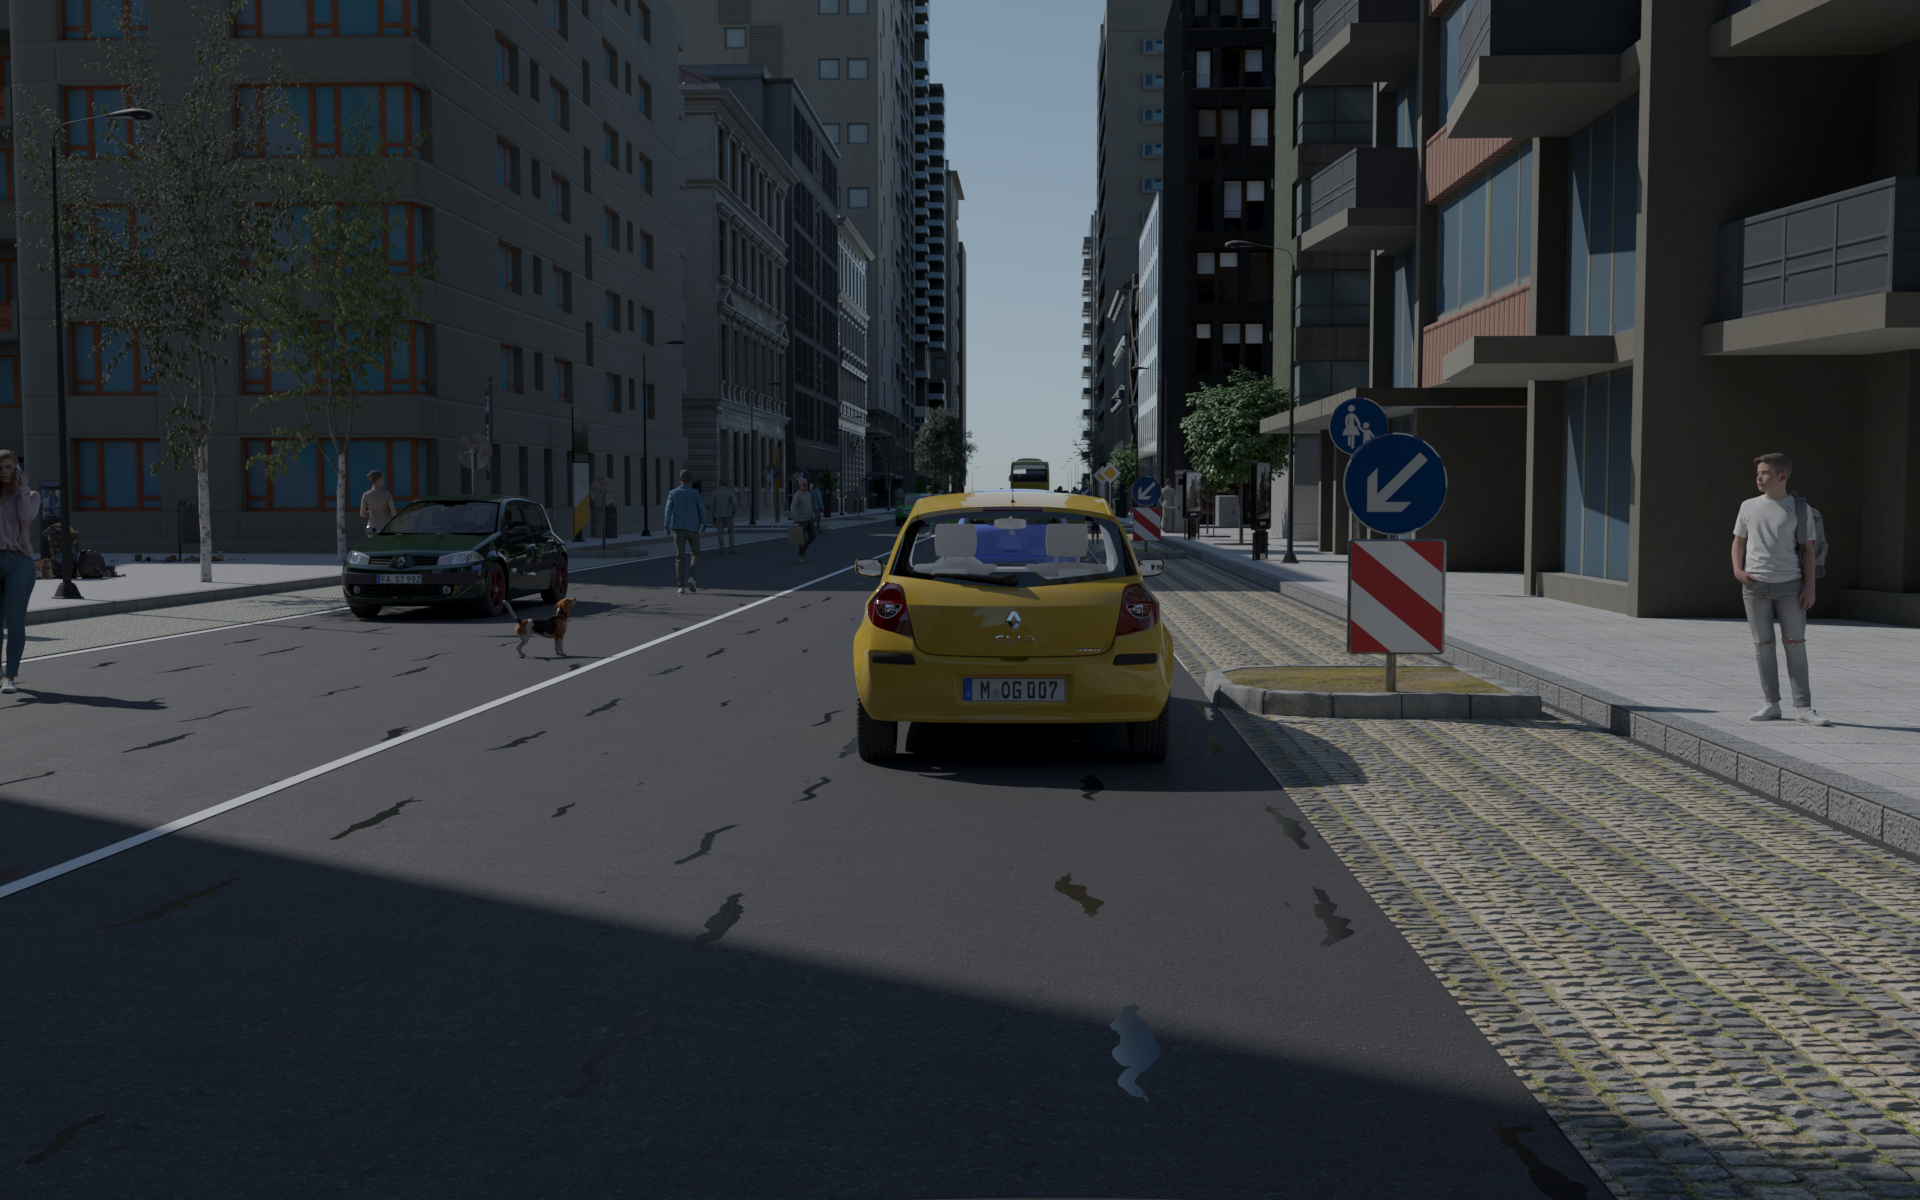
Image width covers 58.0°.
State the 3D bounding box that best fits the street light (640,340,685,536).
[{"bbox_3d":[-9.014,-4.891,52.512,1.470,5.913,1.316,0,4,3],"label":"street light"}]

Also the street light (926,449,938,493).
[{"bbox_3d":[-2.890,-12.663,179.580,1.470,5.913,1.316,0,4,3],"label":"street light"}]

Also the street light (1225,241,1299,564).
[{"bbox_3d":[5.564,-3.631,31.905,1.470,5.913,1.316,0,4,3],"label":"street light"}]

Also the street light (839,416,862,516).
[{"bbox_3d":[-6.508,-7.986,103.109,1.470,5.913,1.316,0,4,3],"label":"street light"}]

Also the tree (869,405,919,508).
[{"bbox_3d":[-5.673,-11.805,143.379,4.360,8.622,3.978,0,3,0],"label":"tree"}]

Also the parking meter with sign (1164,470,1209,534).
[{"bbox_3d":[7.378,-3.661,56.121,0.543,3.016,1.738,-3,5,-43],"label":"parking meter with sign"}]

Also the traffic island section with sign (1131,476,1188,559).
[{"bbox_3d":[4.033,-1.849,38.852,1.989,1.847,2.006,0,4,3],"label":"traffic island section with sign"}]

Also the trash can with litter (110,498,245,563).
[{"bbox_3d":[-14.988,-1.344,33.031,2.233,1.210,1.678,0,4,-3],"label":"trash can with litter"}]

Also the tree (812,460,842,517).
[{"bbox_3d":[-7.464,-6.357,98.535,1.663,3.219,1.824,0,3,0],"label":"tree"}]

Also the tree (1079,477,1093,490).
[{"bbox_3d":[14.671,-12.685,201.996,1.663,3.219,1.824,0,3,0],"label":"tree"}]

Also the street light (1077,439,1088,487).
[{"bbox_3d":[10.840,-10.580,145.516,1.470,5.913,1.316,0,4,3],"label":"street light"}]

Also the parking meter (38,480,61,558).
[{"bbox_3d":[-16.457,-1.403,31.354,0.372,1.533,0.369,0,3,0],"label":"parking meter"}]

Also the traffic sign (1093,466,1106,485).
[{"bbox_3d":[5.897,-4.234,71.408,0.795,2.593,0.064,0,4,3],"label":"traffic sign"}]

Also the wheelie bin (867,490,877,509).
[{"bbox_3d":[-7.440,-8.484,146.618,0.980,1.594,0.693,1,4,19],"label":"wheelie bin"}]

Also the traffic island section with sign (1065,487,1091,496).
[{"bbox_3d":[7.999,-6.891,121.303,1.989,1.847,2.006,0,4,3],"label":"traffic island section with sign"}]

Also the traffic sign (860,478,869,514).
[{"bbox_3d":[-6.266,-6.793,113.198,0.606,2.300,0.079,0,4,7],"label":"traffic sign"}]

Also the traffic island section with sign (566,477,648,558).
[{"bbox_3d":[-8.182,-1.881,39.375,1.989,1.847,2.006,0,4,3],"label":"traffic island section with sign"}]

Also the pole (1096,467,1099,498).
[{"bbox_3d":[10.754,-8.656,135.369,0.158,3.312,0.155,0,3,0],"label":"pole"}]

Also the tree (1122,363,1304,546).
[{"bbox_3d":[7.189,-3.673,43.776,4.285,4.588,4.351,0,3,0],"label":"tree"}]

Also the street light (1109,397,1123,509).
[{"bbox_3d":[7.960,-6.764,83.128,1.470,5.913,1.316,0,4,3],"label":"street light"}]

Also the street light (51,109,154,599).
[{"bbox_3d":[-10.425,-2.968,21.071,1.470,5.913,1.316,0,4,3],"label":"street light"}]

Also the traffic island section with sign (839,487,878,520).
[{"bbox_3d":[-5.520,-5.271,94.806,1.989,1.847,2.006,0,4,3],"label":"traffic island section with sign"}]

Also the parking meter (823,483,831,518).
[{"bbox_3d":[-7.149,-5.364,93.407,0.399,1.863,0.255,-1,4,-18],"label":"parking meter"}]

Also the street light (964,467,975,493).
[{"bbox_3d":[1.192,-17.767,263.025,1.470,5.913,1.316,0,4,3],"label":"street light"}]

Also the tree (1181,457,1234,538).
[{"bbox_3d":[7.632,-3.475,51.415,1.663,3.219,1.824,0,3,0],"label":"tree"}]

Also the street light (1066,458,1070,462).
[{"bbox_3d":[15.638,-16.547,243.077,1.470,5.913,1.316,0,4,3],"label":"street light"}]

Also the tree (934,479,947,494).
[{"bbox_3d":[-2.610,-12.765,203.315,1.663,3.219,1.824,0,3,0],"label":"tree"}]

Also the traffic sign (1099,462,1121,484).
[{"bbox_3d":[5.514,-3.746,63.432,0.795,2.593,0.064,0,4,3],"label":"traffic sign"}]

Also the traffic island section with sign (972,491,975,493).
[{"bbox_3d":[3.442,-16.684,281.416,1.989,1.847,2.006,0,4,3],"label":"traffic island section with sign"}]

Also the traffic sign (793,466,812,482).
[{"bbox_3d":[-6.582,-4.271,72.026,0.795,2.593,0.064,0,4,3],"label":"traffic sign"}]

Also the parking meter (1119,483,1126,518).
[{"bbox_3d":[8.688,-5.301,92.385,0.255,1.863,0.399,2,4,27],"label":"parking meter"}]

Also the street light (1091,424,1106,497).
[{"bbox_3d":[9.420,-8.672,114.321,1.470,5.913,1.316,0,4,3],"label":"street light"}]

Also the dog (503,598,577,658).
[{"bbox_3d":[-3.701,0.244,15.301,0.406,0.507,0.540,1,4,23],"label":"dog"}]

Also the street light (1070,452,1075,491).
[{"bbox_3d":[13.123,-13.369,191.128,1.470,5.913,1.316,0,4,3],"label":"street light"}]

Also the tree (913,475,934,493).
[{"bbox_3d":[-3.785,-10.762,170.558,1.663,3.219,1.824,0,3,0],"label":"tree"}]

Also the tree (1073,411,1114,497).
[{"bbox_3d":[11.828,-12.285,151.221,4.360,8.622,3.978,0,3,0],"label":"tree"}]

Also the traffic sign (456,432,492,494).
[{"bbox_3d":[-10.039,-2.181,35.772,0.768,2.556,0.104,0,4,6],"label":"traffic sign"}]

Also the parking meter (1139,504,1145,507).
[{"bbox_3d":[7.629,-3.899,72.161,0.372,1.533,0.369,0,3,0],"label":"parking meter"}]

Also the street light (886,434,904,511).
[{"bbox_3d":[-5.017,-9.899,134.390,1.470,5.913,1.316,0,4,3],"label":"street light"}]

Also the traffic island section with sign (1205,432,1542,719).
[{"bbox_3d":[2.732,-0.202,11.928,1.989,1.847,2.006,0,4,3],"label":"traffic island section with sign"}]

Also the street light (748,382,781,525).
[{"bbox_3d":[-8.095,-6.078,71.922,1.470,5.913,1.316,0,4,3],"label":"street light"}]

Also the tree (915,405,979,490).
[{"bbox_3d":[-2.433,-18.691,222.603,9.611,12.733,9.660,0,3,0],"label":"tree"}]

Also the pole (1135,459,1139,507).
[{"bbox_3d":[10.232,-6.505,100.192,0.158,3.312,0.155,0,3,0],"label":"pole"}]

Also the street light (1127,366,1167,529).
[{"bbox_3d":[6.955,-5.539,63.102,1.470,5.913,1.316,0,4,3],"label":"street light"}]

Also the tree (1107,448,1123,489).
[{"bbox_3d":[10.628,-7.541,107.004,4.285,4.588,4.351,0,3,0],"label":"tree"}]

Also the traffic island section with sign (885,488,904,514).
[{"bbox_3d":[-4.218,-6.928,121.897,1.989,1.847,2.006,0,4,3],"label":"traffic island section with sign"}]

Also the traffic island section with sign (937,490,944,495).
[{"bbox_3d":[-1.858,-9.938,171.111,1.989,1.847,2.006,0,4,3],"label":"traffic island section with sign"}]

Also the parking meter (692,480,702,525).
[{"bbox_3d":[-10.967,-4.060,72.090,0.399,1.863,0.255,0,4,-4],"label":"parking meter"}]

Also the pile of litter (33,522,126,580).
[{"bbox_3d":[-13.723,-0.762,26.424,1.719,0.858,1.176,-1,4,-13],"label":"pile of litter"}]

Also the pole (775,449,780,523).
[{"bbox_3d":[-8.238,-5.153,78.093,0.158,3.312,0.155,0,3,0],"label":"pole"}]

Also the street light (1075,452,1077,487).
[{"bbox_3d":[11.615,-11.462,159.937,1.470,5.913,1.316,0,4,3],"label":"street light"}]

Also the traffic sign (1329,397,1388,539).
[{"bbox_3d":[5.265,-1.397,22.946,0.768,2.556,0.104,1,4,9],"label":"traffic sign"}]

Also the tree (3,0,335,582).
[{"bbox_3d":[-11.195,-4.557,24.870,4.360,8.622,3.978,0,3,0],"label":"tree"}]

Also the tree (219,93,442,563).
[{"bbox_3d":[-11.616,-5.005,32.202,4.737,8.622,4.395,0,3,0],"label":"tree"}]

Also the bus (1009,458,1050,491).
[{"bbox_3d":[4.726,-7.730,117.930,2.896,3.916,12.252,0,4,2],"label":"bus"}]

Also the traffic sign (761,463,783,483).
[{"bbox_3d":[-6.965,-3.783,64.050,0.795,2.593,0.064,0,4,3],"label":"traffic sign"}]

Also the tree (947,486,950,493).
[{"bbox_3d":[-2.141,-14.428,230.494,1.663,3.219,1.824,0,3,0],"label":"tree"}]
